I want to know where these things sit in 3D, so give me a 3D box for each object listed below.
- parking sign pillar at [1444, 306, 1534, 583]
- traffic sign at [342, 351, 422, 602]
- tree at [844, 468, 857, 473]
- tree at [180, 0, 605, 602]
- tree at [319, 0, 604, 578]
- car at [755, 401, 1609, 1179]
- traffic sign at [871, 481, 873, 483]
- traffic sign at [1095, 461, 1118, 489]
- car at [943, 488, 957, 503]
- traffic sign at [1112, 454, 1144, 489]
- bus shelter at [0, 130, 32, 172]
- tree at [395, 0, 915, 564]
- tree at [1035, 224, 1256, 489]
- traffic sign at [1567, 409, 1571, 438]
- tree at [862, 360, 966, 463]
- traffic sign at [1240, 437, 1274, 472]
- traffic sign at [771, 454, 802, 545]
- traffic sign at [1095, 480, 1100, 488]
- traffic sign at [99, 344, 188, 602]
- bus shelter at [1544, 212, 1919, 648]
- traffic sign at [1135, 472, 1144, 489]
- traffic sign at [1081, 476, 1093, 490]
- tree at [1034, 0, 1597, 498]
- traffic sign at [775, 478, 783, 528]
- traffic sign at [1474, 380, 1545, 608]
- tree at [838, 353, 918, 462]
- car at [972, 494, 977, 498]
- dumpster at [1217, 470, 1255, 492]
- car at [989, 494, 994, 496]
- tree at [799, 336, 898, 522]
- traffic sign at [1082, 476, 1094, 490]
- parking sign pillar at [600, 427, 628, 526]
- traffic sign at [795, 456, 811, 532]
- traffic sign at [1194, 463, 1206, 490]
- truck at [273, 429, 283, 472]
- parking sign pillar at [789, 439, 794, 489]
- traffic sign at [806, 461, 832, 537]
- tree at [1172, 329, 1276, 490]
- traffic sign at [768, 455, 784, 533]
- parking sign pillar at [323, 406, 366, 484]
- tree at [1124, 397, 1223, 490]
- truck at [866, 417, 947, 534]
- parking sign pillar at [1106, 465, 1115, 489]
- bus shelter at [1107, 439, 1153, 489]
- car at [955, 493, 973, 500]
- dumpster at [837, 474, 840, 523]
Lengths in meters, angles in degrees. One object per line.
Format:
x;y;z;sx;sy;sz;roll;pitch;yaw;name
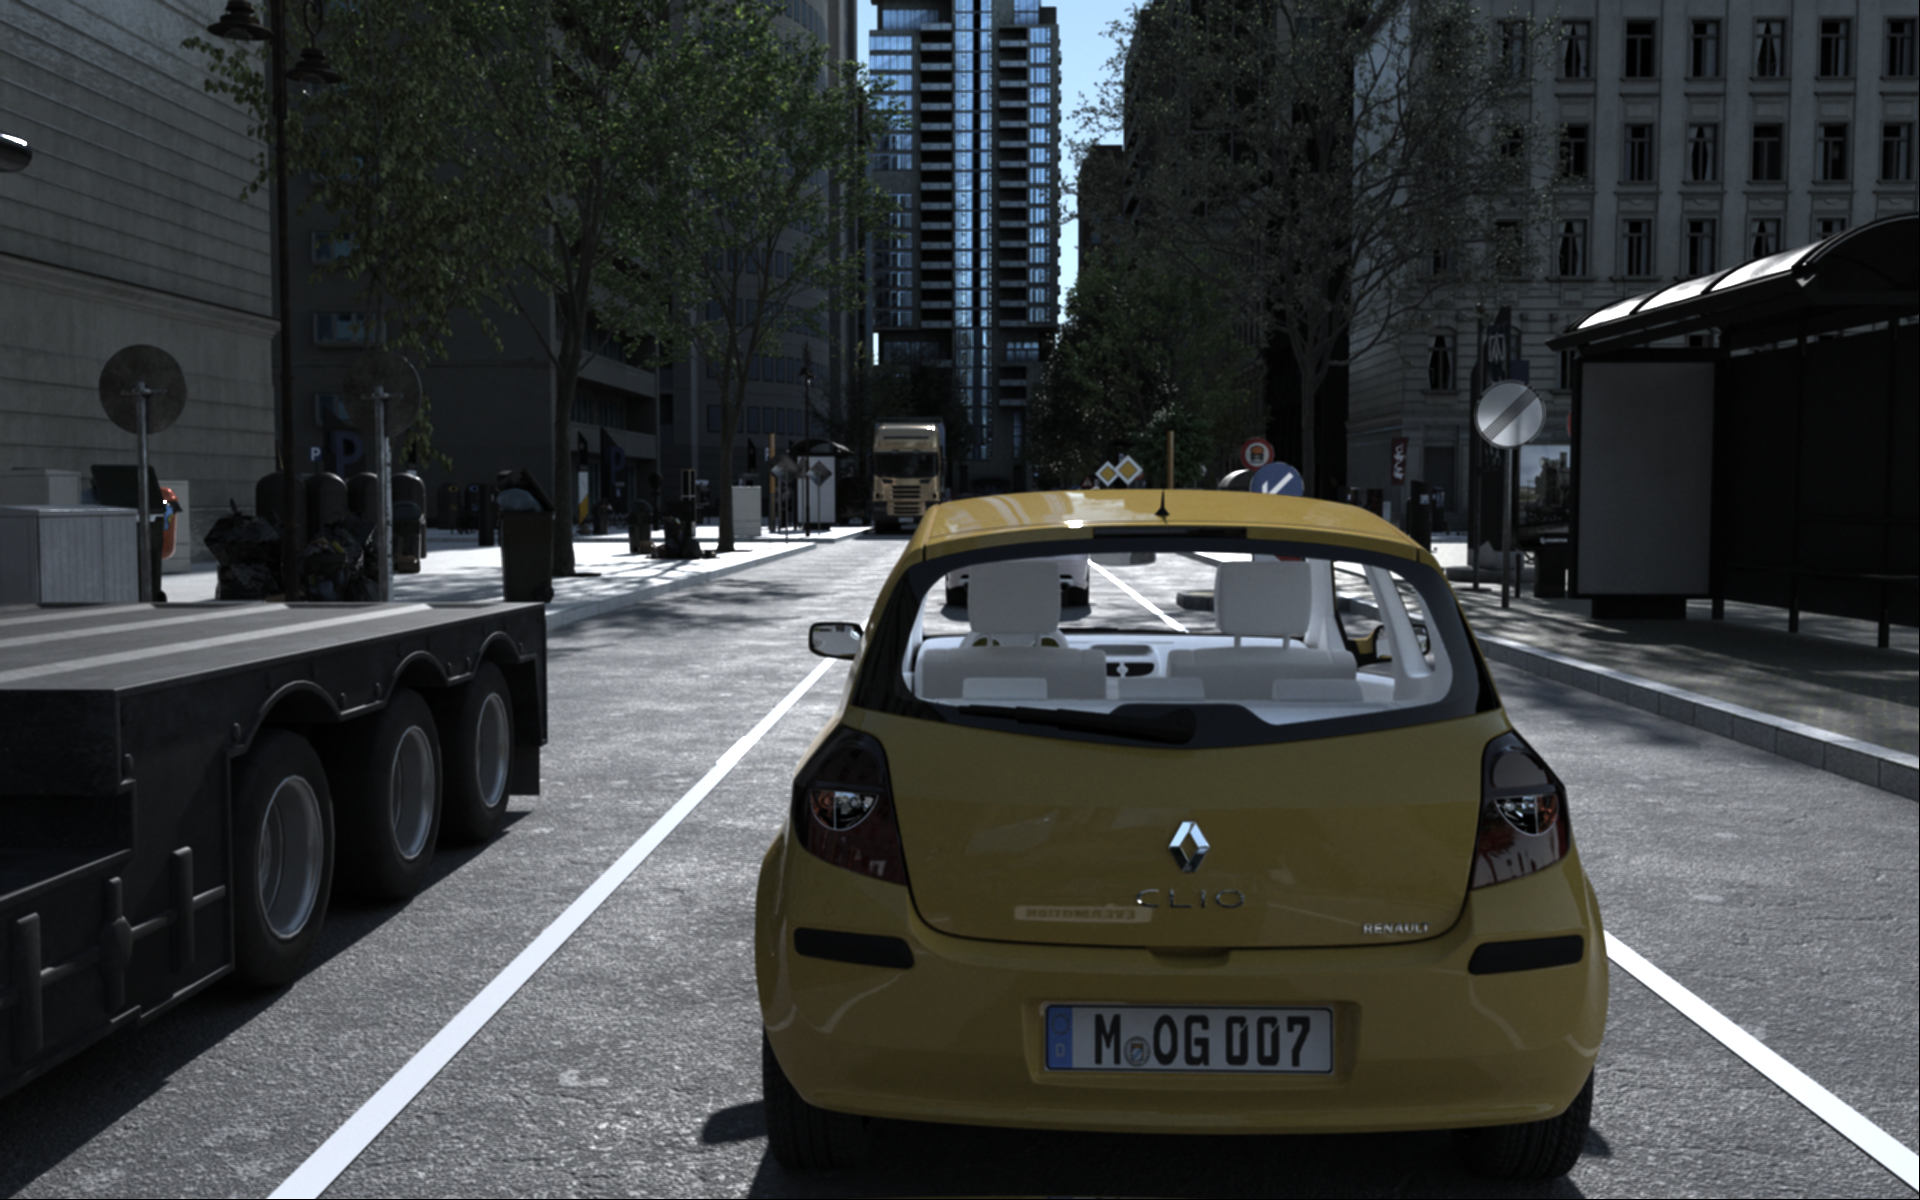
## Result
7.946;-2.272;25.617;1.447;3.967;1.447;0;4;-2;parking sign pillar
-5.148;-0.936;15.413;0.768;2.556;0.104;1;4;11;traffic sign
-6.877;-7.207;112.433;1.663;3.219;1.824;0;3;0;tree
-6.194;-4.212;19.230;4.737;8.622;4.395;0;3;0;tree
-6.034;-6.172;26.666;9.928;11.665;9.643;0;3;0;tree
0.491;0.315;5.078;2.015;1.641;3.980;0;4;2;car
-5.216;-6.389;104.471;0.884;2.594;0.081;0;4;8;traffic sign
4.413;-2.944;51.776;0.795;2.450;0.064;0;4;1;traffic sign
-1.275;-5.836;104.094;2.281;1.827;5.304;0;4;2;car
4.240;-2.456;43.793;0.795;2.450;0.064;0;4;1;traffic sign
-6.583;-1.721;5.766;2.179;5.291;8.768;0;4;1;bus shelter
-5.022;-6.874;38.145;9.928;11.665;9.643;0;3;0;tree
7.538;-8.639;67.010;9.928;11.665;9.643;0;3;0;tree
7.997;-1.324;21.755;0.768;2.556;0.104;1;4;11;traffic sign
-3.125;-11.325;119.583;7.601;10.594;8.767;-1;4;-18;tree
6.691;-2.385;39.102;0.768;2.556;0.104;0;4;2;traffic sign
-4.402;-2.468;44.000;0.795;2.450;0.064;0;4;1;traffic sign
9.540;-7.155;119.106;0.606;2.300;0.079;0;4;2;traffic sign
-6.963;-0.897;14.775;0.768;2.556;0.104;0;4;2;traffic sign
6.999;-1.302;15.207;2.014;3.302;5.546;0;4;1;bus shelter
6.357;-3.810;62.395;0.768;2.556;0.104;1;4;10;traffic sign
9.074;-7.574;123.833;0.884;2.594;0.081;0;4;4;traffic sign
6.595;-7.459;32.332;12.009;13.543;11.850;0;3;0;tree
-6.734;-3.863;65.296;0.606;2.300;0.079;0;4;4;traffic sign
6.151;-1.183;19.455;0.768;2.556;0.104;0;4;8;traffic sign
-4.117;-8.522;89.698;4.737;8.622;4.395;0;3;0;tree
1.293;-10.518;183.978;2.014;1.417;4.499;0;4;1;car
6.925;-2.193;41.619;1.264;1.857;1.865;0;4;1;dumpster
3.459;-9.787;170.240;2.015;1.641;3.980;0;4;1;car
-5.054;-7.952;80.375;4.360;8.622;3.978;0;3;0;tree
8.943;-7.426;121.424;0.884;2.594;0.081;0;4;3;traffic sign
-14.083;-5.014;70.443;1.447;3.967;1.447;1;4;21;parking sign pillar
-5.325;-3.596;58.793;0.884;2.594;0.081;1;4;9;traffic sign
8.468;-3.804;62.308;0.768;2.556;0.104;0;4;2;traffic sign
-23.134;-3.200;48.240;9.791;3.379;3.469;0;4;0;truck
-7.718;-5.890;84.766;1.447;3.967;1.447;0;4;-4;parking sign pillar
-4.229;-2.957;51.983;0.795;2.450;0.064;0;4;1;traffic sign
11.816;-7.799;77.882;4.737;8.622;4.395;0;3;0;tree
-5.898;-3.446;56.443;0.768;2.556;0.104;1;4;11;traffic sign
-19.099;-3.995;53.796;1.447;3.967;1.447;2;4;28;parking sign pillar
7.307;-4.571;58.448;4.285;4.588;4.351;0;3;0;tree
-1.850;-4.662;65.142;2.839;4.237;11.283;0;4;0;truck
8.970;-6.960;102.269;1.447;3.967;1.447;1;4;11;parking sign pillar
7.613;-5.251;77.137;1.731;3.624;6.357;0;4;1;bus shelter
0.346;-8.035;140.405;2.155;1.783;4.494;0;4;0;car
-5.841;-4.523;76.445;1.502;2.255;1.985;0;4;1;dumpster
